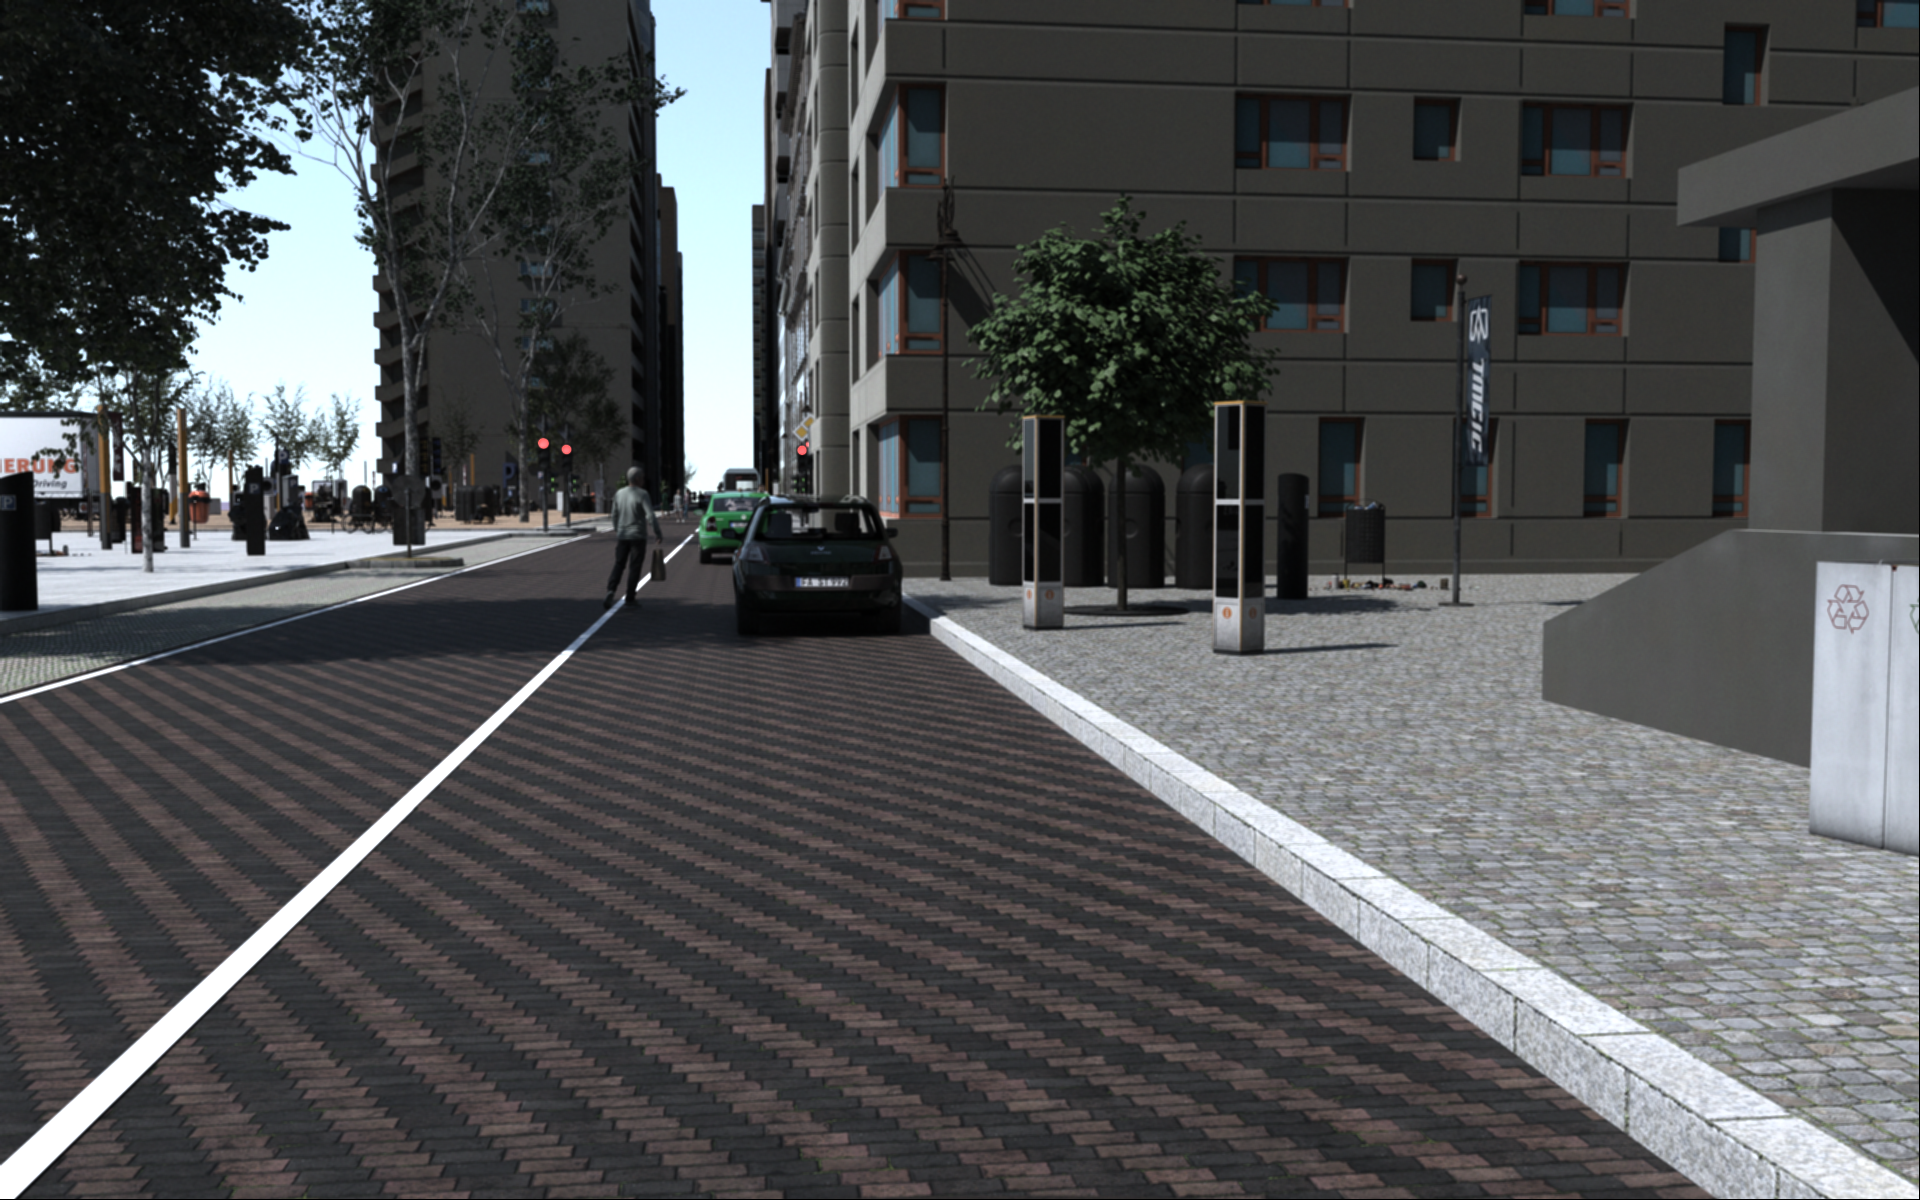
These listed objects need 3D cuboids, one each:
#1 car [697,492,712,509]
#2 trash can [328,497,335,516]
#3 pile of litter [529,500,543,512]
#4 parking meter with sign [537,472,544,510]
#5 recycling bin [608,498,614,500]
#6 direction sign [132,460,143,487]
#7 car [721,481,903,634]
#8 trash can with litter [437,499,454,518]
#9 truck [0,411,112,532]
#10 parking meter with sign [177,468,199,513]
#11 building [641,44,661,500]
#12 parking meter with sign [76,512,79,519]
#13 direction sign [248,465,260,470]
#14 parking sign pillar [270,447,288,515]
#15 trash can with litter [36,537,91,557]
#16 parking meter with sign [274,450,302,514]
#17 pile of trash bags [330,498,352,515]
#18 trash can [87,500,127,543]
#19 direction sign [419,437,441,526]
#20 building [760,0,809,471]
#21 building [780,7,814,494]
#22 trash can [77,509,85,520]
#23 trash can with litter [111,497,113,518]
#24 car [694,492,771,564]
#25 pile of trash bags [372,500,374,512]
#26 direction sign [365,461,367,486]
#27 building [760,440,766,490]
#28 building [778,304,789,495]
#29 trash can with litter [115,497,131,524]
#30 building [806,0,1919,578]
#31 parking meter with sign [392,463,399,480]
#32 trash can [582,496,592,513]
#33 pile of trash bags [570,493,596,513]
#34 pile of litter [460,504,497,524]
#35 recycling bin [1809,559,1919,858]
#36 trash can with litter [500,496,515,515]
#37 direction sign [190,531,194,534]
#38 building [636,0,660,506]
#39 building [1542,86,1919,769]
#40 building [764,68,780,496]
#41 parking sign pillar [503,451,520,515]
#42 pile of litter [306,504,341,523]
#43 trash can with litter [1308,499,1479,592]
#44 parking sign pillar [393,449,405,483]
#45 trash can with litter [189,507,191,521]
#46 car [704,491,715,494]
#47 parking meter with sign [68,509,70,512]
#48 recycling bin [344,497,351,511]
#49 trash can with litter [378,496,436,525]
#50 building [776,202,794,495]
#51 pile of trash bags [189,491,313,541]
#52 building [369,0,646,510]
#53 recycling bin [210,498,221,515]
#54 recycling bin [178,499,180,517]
[{"bbox_3d":[-24.156,-9.542,165.793,2.009,1.686,4.222,-1,4,-9],"label":"car"},{"bbox_3d":[-36.173,-5.364,99.361,0.748,1.137,0.748,0,3,0],"label":"trash can"},{"bbox_3d":[-30.733,-6.824,125.542,1.176,0.858,1.719,0,4,1],"label":"pile of litter"},{"bbox_3d":[-32.354,-8.415,133.851,0.543,3.016,1.738,-1,4,-14],"label":"parking meter with sign"},{"bbox_3d":[-26.060,-7.198,130.247,0.722,1.027,0.722,-1,4,-13],"label":"recycling bin"},{"bbox_3d":[-53.835,-7.443,113.688,0.876,3.537,0.379,0,4,1],"label":"direction sign"},{"bbox_3d":[-1.640,-0.576,19.205,2.009,1.686,4.222,0,4,-8],"label":"car"},{"bbox_3d":[-27.784,-5.039,93.439,1.678,1.210,2.233,1,4,23],"label":"trash can with litter"},{"bbox_3d":[-35.309,-4.298,59.183,11.283,4.237,2.839,0,4,-5],"label":"truck"},{"bbox_3d":[-52.409,-7.395,117.176,1.738,3.016,0.543,-2,4,-30],"label":"parking meter with sign"},{"bbox_3d":[-37.437,-31.763,169.431,14.600,45.320,14.200,0,4,-7],"label":"building"},{"bbox_3d":[-45.324,-5.688,89.256,0.543,3.016,1.738,-2,4,-24],"label":"parking meter with sign"},{"bbox_3d":[-54.634,-8.687,134.036,0.876,3.537,0.379,-1,4,-8],"label":"direction sign"},{"bbox_3d":[-38.559,-6.702,98.045,1.447,3.967,1.447,0,4,4],"label":"parking sign pillar"},{"bbox_3d":[-19.362,-1.510,35.749,2.233,1.210,1.678,0,4,0],"label":"trash can with litter"},{"bbox_3d":[-26.549,-4.426,68.622,0.543,3.016,1.738,-3,5,-41],"label":"parking meter with sign"},{"bbox_3d":[-36.781,-5.633,101.848,3.447,1.369,1.912,0,4,-5],"label":"pile of trash bags"},{"bbox_3d":[-22.107,-2.050,45.167,0.748,1.137,0.748,0,3,0],"label":"trash can"},{"bbox_3d":[-21.196,-4.730,69.339,0.876,3.537,0.379,-3,4,-37],"label":"direction sign"},{"bbox_3d":[-3.659,-34.924,160.240,28.713,52.752,27.495,0,4,-7],"label":"building"},{"bbox_3d":[-2.734,-17.893,89.821,12.463,27.353,25.104,0,4,-7],"label":"building"},{"bbox_3d":[-44.076,-4.612,87.066,0.748,1.137,0.748,0,3,0],"label":"trash can"},{"bbox_3d":[-49.375,-5.386,99.125,1.678,1.210,2.233,0,4,2],"label":"trash can with litter"},{"bbox_3d":[-4.693,-1.726,37.022,1.959,1.807,4.718,-1,4,-9],"label":"car"},{"bbox_3d":[-44.215,-7.217,127.744,3.447,1.369,1.912,0,4,6],"label":"pile of trash bags"},{"bbox_3d":[-40.220,-7.660,117.239,0.379,3.537,0.876,-2,4,-24],"label":"direction sign"},{"bbox_3d":[-12.118,-54.386,201.876,22.319,86.520,31.000,0,4,-7],"label":"building"},{"bbox_3d":[-8.635,-17.116,134.602,10.420,20.320,16.860,0,4,-7],"label":"building"},{"bbox_3d":[-36.337,-3.919,75.467,1.055,1.170,0.624,3,5,41],"label":"trash can with litter"},{"bbox_3d":[10.739,-12.039,41.875,27.650,21.520,28.899,0,4,-7],"label":"building"},{"bbox_3d":[-31.235,-6.239,98.273,1.738,3.016,0.543,-3,5,-45],"label":"parking meter with sign"},{"bbox_3d":[-24.986,-6.385,116.055,0.748,1.137,0.748,0,3,0],"label":"trash can"},{"bbox_3d":[-25.691,-6.647,118.426,1.912,1.369,3.447,1,4,14],"label":"pile of trash bags"},{"bbox_3d":[-20.436,-3.668,73.942,1.719,0.858,1.176,1,4,16],"label":"pile of litter"},{"bbox_3d":[3.664,0.380,6.347,0.722,1.027,0.722,-1,4,-23],"label":"recycling bin"},{"bbox_3d":[-27.397,-5.684,104.313,0.624,1.170,1.055,3,4,37],"label":"trash can with litter"},{"bbox_3d":[-24.726,-3.874,55.341,0.379,3.537,0.876,-2,4,-28],"label":"direction sign"},{"bbox_3d":[-44.344,-39.601,189.480,21.231,58.520,28.212,0,4,-7],"label":"building"},{"bbox_3d":[20.486,-19.136,4.748,32.217,40.220,23.993,0,4,-7],"label":"building"},{"bbox_3d":[-13.221,-32.424,180.246,14.600,45.320,14.200,0,4,-7],"label":"building"},{"bbox_3d":[-27.785,-7.280,107.504,1.447,3.967,1.447,2,4,34],"label":"parking sign pillar"},{"bbox_3d":[-28.524,-3.873,77.289,1.719,0.858,1.176,1,4,22],"label":"pile of litter"},{"bbox_3d":[5.863,-0.752,23.357,2.233,1.210,1.678,1,4,13],"label":"trash can with litter"},{"bbox_3d":[-33.131,-6.964,102.332,1.447,3.967,1.447,0,4,-5],"label":"parking sign pillar"},{"bbox_3d":[-36.640,-4.362,82.702,1.055,1.170,0.624,-1,4,-11],"label":"trash can with litter"},{"bbox_3d":[-33.280,-13.570,230.545,2.281,1.827,5.304,0,4,-8],"label":"car"},{"bbox_3d":[-58.706,-7.292,115.493,0.543,3.016,1.738,1,4,15],"label":"parking meter with sign"},{"bbox_3d":[-48.033,-7.512,135.371,0.722,1.027,0.722,-3,4,-38],"label":"recycling bin"},{"bbox_3d":[-23.308,-3.747,72.324,2.233,1.210,1.678,-2,4,-32],"label":"trash can with litter"},{"bbox_3d":[-5.137,-16.674,114.415,13.314,21.916,24.055,0,4,-7],"label":"building"},{"bbox_3d":[-19.954,-2.367,48.451,3.447,1.369,1.912,0,4,6],"label":"pile of trash bags"},{"bbox_3d":[-38.898,-32.214,150.408,21.300,48.544,21.600,0,4,-7],"label":"building"},{"bbox_3d":[-46.424,-5.817,107.669,0.722,1.027,0.722,-3,5,-40],"label":"recycling bin"},{"bbox_3d":[-44.107,-5.278,98.853,0.722,1.027,0.722,1,4,14],"label":"recycling bin"}]
